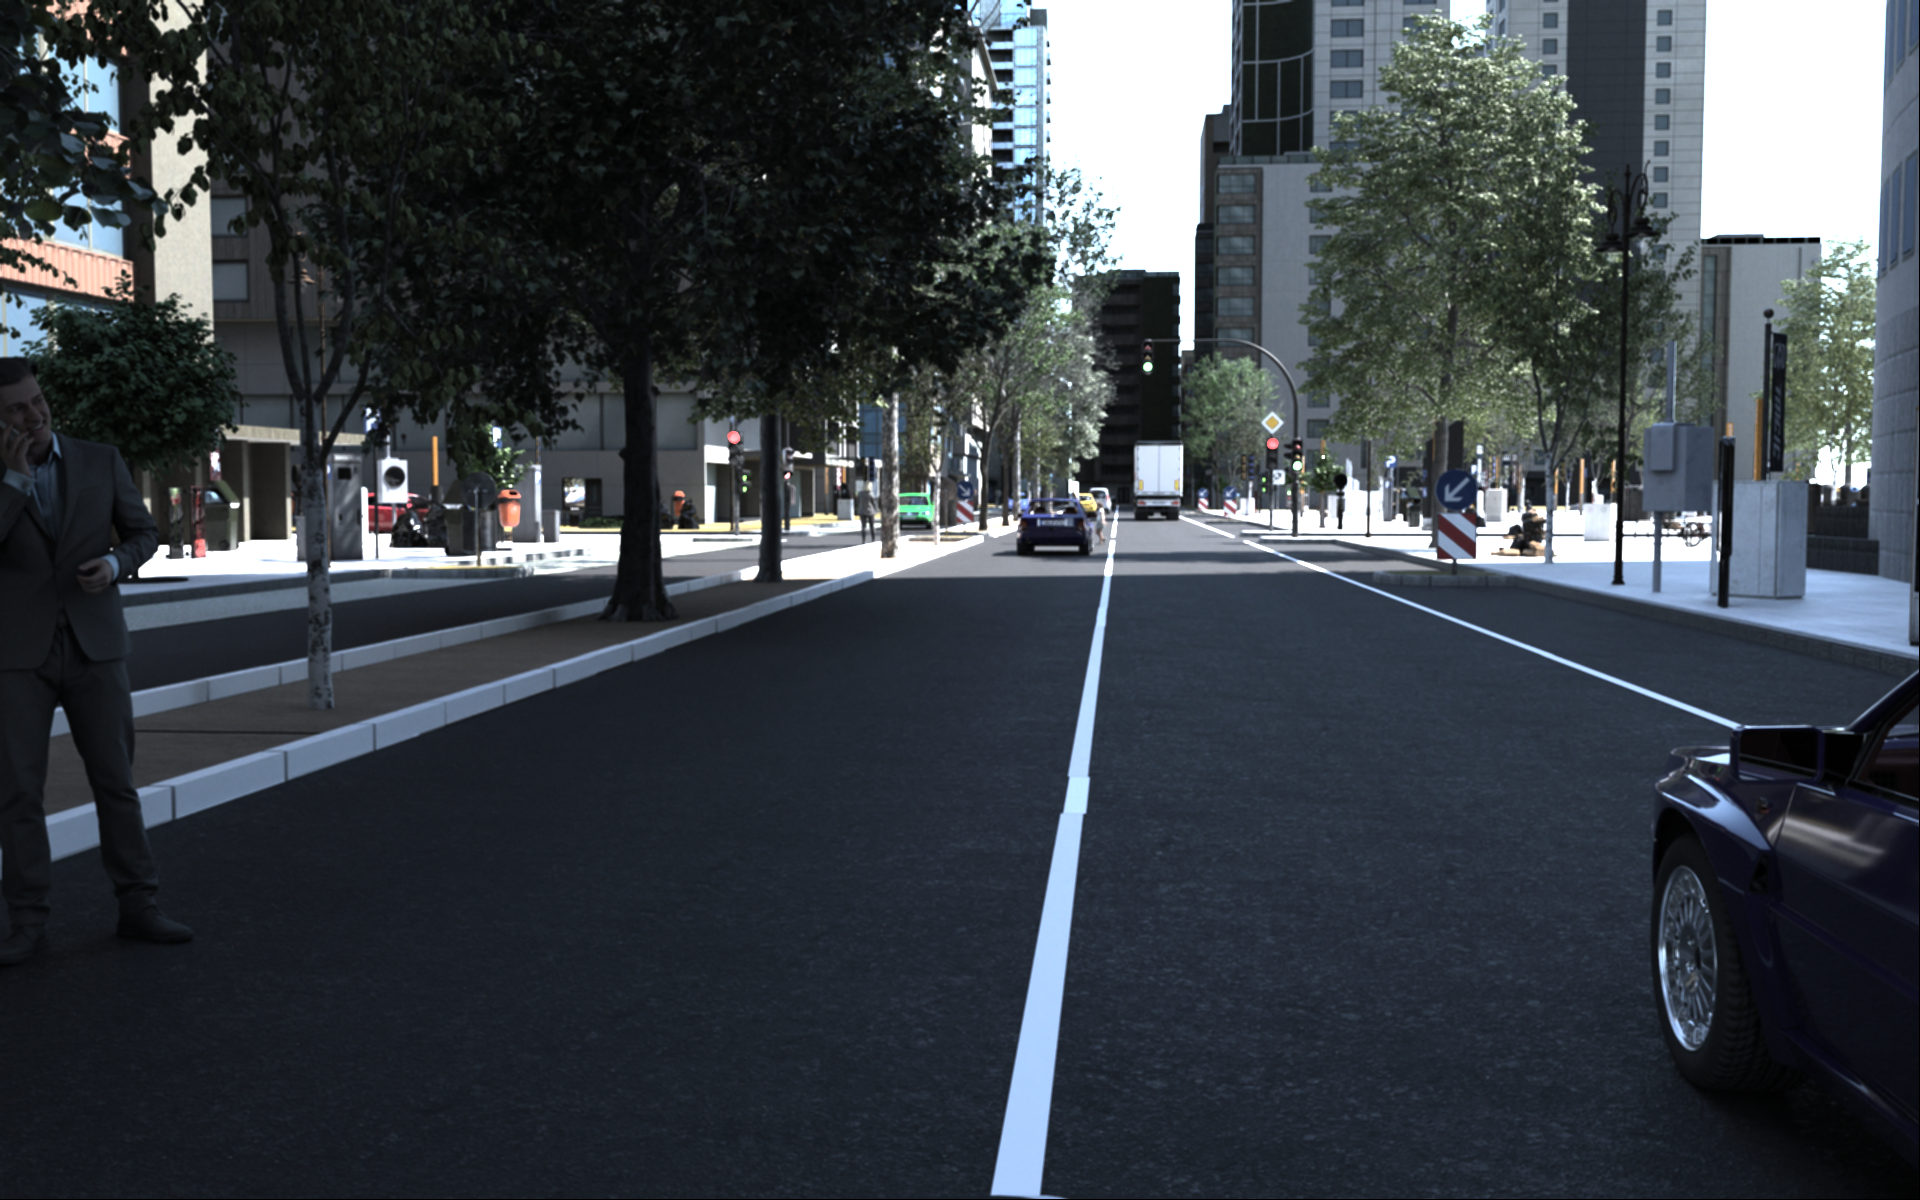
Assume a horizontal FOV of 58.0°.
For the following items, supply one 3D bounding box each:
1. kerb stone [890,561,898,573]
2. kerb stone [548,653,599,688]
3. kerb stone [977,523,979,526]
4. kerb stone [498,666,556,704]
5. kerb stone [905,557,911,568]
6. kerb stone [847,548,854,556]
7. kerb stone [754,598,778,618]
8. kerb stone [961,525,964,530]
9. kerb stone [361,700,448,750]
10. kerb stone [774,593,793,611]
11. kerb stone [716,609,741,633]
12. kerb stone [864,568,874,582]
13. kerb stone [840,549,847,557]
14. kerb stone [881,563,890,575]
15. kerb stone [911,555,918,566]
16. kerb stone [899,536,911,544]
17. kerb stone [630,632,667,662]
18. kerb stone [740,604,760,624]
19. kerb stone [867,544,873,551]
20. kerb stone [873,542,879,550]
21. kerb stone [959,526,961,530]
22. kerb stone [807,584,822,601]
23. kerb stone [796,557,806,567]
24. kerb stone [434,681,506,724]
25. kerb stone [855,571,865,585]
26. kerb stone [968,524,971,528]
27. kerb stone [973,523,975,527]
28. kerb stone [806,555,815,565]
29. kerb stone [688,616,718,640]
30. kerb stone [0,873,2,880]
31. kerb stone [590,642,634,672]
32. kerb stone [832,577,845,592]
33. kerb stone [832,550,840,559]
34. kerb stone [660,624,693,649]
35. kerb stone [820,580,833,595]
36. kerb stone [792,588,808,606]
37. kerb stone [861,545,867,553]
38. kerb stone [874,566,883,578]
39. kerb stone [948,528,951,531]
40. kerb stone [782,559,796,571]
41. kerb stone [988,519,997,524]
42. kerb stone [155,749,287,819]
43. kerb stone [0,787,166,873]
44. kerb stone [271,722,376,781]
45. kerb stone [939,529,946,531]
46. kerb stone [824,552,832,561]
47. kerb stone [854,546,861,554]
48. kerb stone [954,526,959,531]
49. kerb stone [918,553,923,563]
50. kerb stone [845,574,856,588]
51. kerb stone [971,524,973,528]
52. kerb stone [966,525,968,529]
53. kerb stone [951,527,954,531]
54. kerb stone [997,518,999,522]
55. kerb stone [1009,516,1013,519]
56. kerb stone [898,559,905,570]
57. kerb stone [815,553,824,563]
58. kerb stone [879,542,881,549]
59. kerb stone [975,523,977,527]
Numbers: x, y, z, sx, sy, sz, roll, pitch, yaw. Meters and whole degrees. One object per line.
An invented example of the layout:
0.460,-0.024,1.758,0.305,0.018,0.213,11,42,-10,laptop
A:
-1.306,-0.577,31.637,0.120,0.150,1.000,0,4,5,kerb stone
-2.991,0.547,13.255,0.120,0.150,1.000,0,4,5,kerb stone
0.597,-3.237,75.221,0.120,0.150,1.000,0,4,5,kerb stone
-3.096,0.612,12.236,0.120,0.150,1.000,0,4,5,kerb stone
-1.113,-0.699,33.686,0.120,0.150,1.000,0,4,5,kerb stone
-2.641,-1.088,40.003,0.120,0.150,1.000,0,4,5,kerb stone
-2.339,0.109,20.416,0.120,0.150,1.000,0,4,5,kerb stone
-0.060,-2.806,68.067,0.120,0.150,1.000,0,4,5,kerb stone
-3.278,0.735,10.180,0.120,0.150,1.000,0,4,5,kerb stone
-2.250,0.046,21.436,0.120,0.150,1.000,0,4,5,kerb stone
-2.515,0.234,18.364,0.120,0.150,1.000,0,4,5,kerb stone
-1.588,-0.390,28.576,0.120,0.150,1.000,0,4,5,kerb stone
-2.747,-1.027,38.983,0.120,0.150,1.000,0,4,5,kerb stone
-1.400,-0.515,30.614,0.120,0.150,1.000,0,4,5,kerb stone
-1.016,-0.761,34.703,0.120,0.150,1.000,0,4,5,kerb stone
-1.619,-1.776,51.227,0.120,0.150,1.000,0,4,5,kerb stone
-2.800,0.424,15.302,0.120,0.150,1.000,0,4,5,kerb stone
-2.431,0.179,19.388,0.120,0.150,1.000,0,4,5,kerb stone
-2.365,-1.276,43.064,0.120,0.150,1.000,0,4,5,kerb stone
-2.263,-1.339,44.087,0.120,0.150,1.000,0,4,5,kerb stone
-0.153,-2.743,67.046,0.120,0.150,1.000,0,4,5,kerb stone
-2.051,-0.078,23.471,0.120,0.150,1.000,0,4,5,kerb stone
-3.203,-0.715,33.878,0.120,0.150,1.000,0,4,5,kerb stone
-3.190,0.672,11.206,0.120,0.150,1.000,0,4,5,kerb stone
-1.678,-0.328,27.555,0.120,0.150,1.000,0,4,5,kerb stone
0.228,-2.993,71.135,0.120,0.150,1.000,0,4,5,kerb stone
0.415,-3.116,73.178,0.120,0.150,1.000,0,4,5,kerb stone
-3.120,-0.777,34.896,0.120,0.150,1.000,0,4,5,kerb stone
-2.623,0.297,17.348,0.120,0.150,1.000,0,4,5,kerb stone
-3.657,0.985,6.089,0.120,0.150,1.000,0,4,5,kerb stone
-2.911,0.485,14.274,0.120,0.150,1.000,0,4,5,kerb stone
-1.874,-0.203,25.512,0.120,0.150,1.000,0,4,5,kerb stone
-2.827,-0.962,37.948,0.120,0.150,1.000,0,4,5,kerb stone
-2.720,0.359,16.329,0.120,0.150,1.000,0,4,5,kerb stone
-1.973,-0.140,24.491,0.120,0.150,1.000,0,4,5,kerb stone
-2.148,-0.014,22.453,0.120,0.150,1.000,0,4,5,kerb stone
-2.451,-1.214,42.046,0.120,0.150,1.000,0,4,5,kerb stone
-1.494,-0.447,29.597,0.120,0.150,1.000,0,4,5,kerb stone
-0.535,-2.493,62.953,0.120,0.150,1.000,0,4,5,kerb stone
-3.303,-0.652,32.858,0.120,0.150,1.000,0,4,5,kerb stone
1.637,-3.929,86.458,0.120,0.150,1.000,0,4,5,kerb stone
-3.466,0.861,8.124,0.120,0.150,1.000,0,4,5,kerb stone
-3.564,0.925,7.107,0.120,0.150,1.000,0,4,5,kerb stone
-3.374,0.798,9.156,0.120,0.150,1.000,0,4,5,kerb stone
-0.619,-2.431,61.935,0.120,0.150,1.000,0,4,5,kerb stone
-2.929,-0.901,36.931,0.120,0.150,1.000,0,4,5,kerb stone
-2.549,-1.152,41.027,0.120,0.150,1.000,0,4,5,kerb stone
-0.250,-2.680,66.022,0.120,0.150,1.000,0,4,5,kerb stone
-0.930,-0.827,35.723,0.120,0.150,1.000,0,4,5,kerb stone
-1.773,-0.266,26.537,0.120,0.150,1.000,0,4,5,kerb stone
0.320,-3.056,72.158,0.120,0.150,1.000,0,4,5,kerb stone
0.119,-2.930,70.108,0.120,0.150,1.000,0,4,5,kerb stone
-0.437,-2.555,63.971,0.120,0.150,1.000,0,4,5,kerb stone
1.724,-3.993,87.481,0.120,0.150,1.000,0,4,5,kerb stone
3.139,-4.929,102.778,0.120,0.150,1.000,0,4,5,kerb stone
-1.209,-0.635,32.657,0.120,0.150,1.000,0,4,5,kerb stone
-3.017,-0.839,35.913,0.120,0.150,1.000,0,4,5,kerb stone
-2.171,-1.401,45.105,0.120,0.150,1.000,0,4,5,kerb stone
0.507,-3.179,74.197,0.120,0.150,1.000,0,4,5,kerb stone
